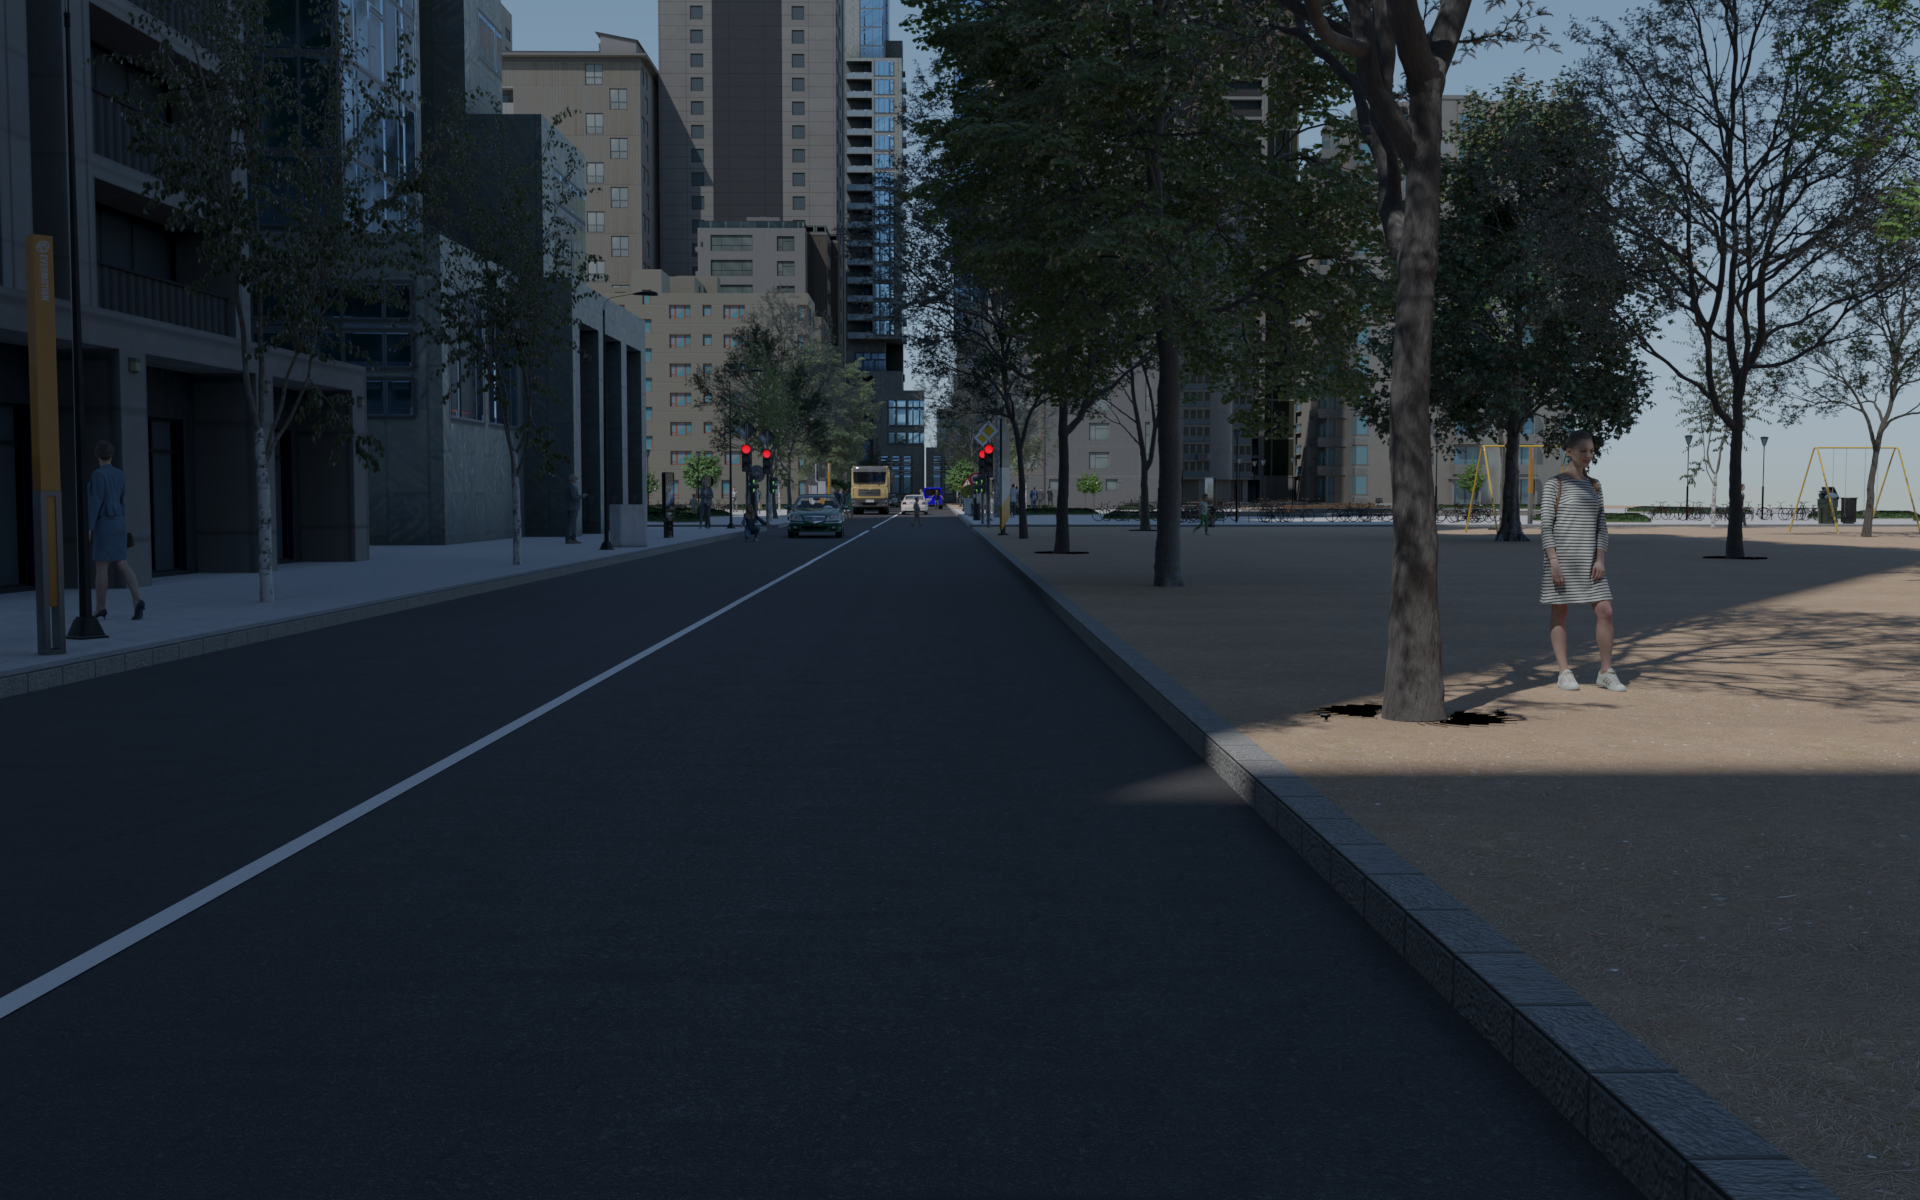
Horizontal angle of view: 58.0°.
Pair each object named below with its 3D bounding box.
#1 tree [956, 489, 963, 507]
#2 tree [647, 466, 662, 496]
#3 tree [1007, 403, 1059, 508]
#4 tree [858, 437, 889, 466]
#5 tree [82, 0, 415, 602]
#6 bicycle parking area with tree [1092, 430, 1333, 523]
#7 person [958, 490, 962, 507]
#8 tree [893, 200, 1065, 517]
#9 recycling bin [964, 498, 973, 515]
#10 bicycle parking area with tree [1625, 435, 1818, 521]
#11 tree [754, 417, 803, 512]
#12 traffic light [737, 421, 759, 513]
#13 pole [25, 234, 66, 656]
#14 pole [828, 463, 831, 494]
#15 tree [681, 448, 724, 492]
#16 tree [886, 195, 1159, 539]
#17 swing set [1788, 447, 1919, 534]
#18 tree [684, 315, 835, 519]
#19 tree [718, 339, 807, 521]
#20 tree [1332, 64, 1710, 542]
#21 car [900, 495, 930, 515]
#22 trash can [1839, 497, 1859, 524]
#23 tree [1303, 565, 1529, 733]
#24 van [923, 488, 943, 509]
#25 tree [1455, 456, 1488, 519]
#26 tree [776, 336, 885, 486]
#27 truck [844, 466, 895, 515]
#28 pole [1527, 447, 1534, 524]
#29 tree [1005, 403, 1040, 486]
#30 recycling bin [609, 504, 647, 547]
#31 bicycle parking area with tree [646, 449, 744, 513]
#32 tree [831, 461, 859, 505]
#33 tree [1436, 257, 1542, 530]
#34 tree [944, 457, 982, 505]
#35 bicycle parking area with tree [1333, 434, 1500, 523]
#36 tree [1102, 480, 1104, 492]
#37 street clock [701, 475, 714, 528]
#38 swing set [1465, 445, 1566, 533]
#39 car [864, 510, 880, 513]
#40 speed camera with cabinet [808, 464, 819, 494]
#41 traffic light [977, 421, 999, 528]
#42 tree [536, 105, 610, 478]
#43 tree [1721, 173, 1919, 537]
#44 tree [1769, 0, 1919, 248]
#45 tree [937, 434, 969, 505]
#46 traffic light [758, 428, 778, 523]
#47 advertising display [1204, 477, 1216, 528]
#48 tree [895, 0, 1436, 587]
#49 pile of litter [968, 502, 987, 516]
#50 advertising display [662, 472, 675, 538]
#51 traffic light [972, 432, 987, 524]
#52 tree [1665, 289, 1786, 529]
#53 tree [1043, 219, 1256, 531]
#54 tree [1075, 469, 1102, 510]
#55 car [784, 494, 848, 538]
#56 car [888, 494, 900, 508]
[{"bbox_3d":[0.427,-11.523,183.004,1.663,3.219,1.824,0,3,0],"label":"tree"},{"bbox_3d":[-21.626,-7.736,121.083,1.663,3.219,1.824,0,3,0],"label":"tree"},{"bbox_3d":[4.846,-10.496,121.966,4.360,8.622,3.978,0,3,0],"label":"tree"},{"bbox_3d":[-10.978,-16.417,218.784,4.360,8.622,3.978,0,3,0],"label":"tree"},{"bbox_3d":[-8.014,-4.273,20.232,4.360,8.622,3.978,0,3,0],"label":"tree"},{"bbox_3d":[11.146,-5.687,79.985,9.016,4.147,8.231,-1,4,-12],"label":"bicycle parking area with tree"},{"bbox_3d":[0.014,-10.182,172.524,0.705,1.822,1.348,-1,4,-11],"label":"person"},{"bbox_3d":[3.394,-14.556,93.887,12.611,20.169,13.585,0,3,0],"label":"tree"},{"bbox_3d":[0.682,-5.732,106.270,0.722,1.027,0.722,1,4,13],"label":"recycling bin"},{"bbox_3d":[37.766,-6.003,85.158,8.231,4.147,9.016,-1,4,-12],"label":"bicycle parking area with tree"},{"bbox_3d":[-13.096,-10.682,125.020,4.360,8.622,3.978,0,3,0],"label":"tree"},{"bbox_3d":[-8.090,-4.712,65.970,0.839,4.253,0.868,0,4,-1],"label":"traffic light"},{"bbox_3d":[-7.268,-1.218,13.763,0.158,3.312,0.155,0,3,0],"label":"pole"},{"bbox_3d":[-8.635,-7.385,114.584,0.158,3.312,0.155,0,3,0],"label":"pole"},{"bbox_3d":[-18.356,-8.523,123.062,4.285,4.588,4.351,0,3,0],"label":"tree"},{"bbox_3d":[1.881,-7.054,49.751,8.767,10.594,7.601,0,4,5],"label":"tree"},{"bbox_3d":[29.817,-3.661,57.477,3.119,2.851,2.862,0,4,-5],"label":"swing set"},{"bbox_3d":[-9.922,-9.531,90.237,7.601,10.594,8.767,2,4,29],"label":"tree"},{"bbox_3d":[-9.069,-8.025,81.567,4.737,8.622,4.395,0,3,0],"label":"tree"},{"bbox_3d":[14.994,-7.934,46.726,9.611,12.733,9.660,0,3,0],"label":"tree"},{"bbox_3d":[-3.148,-6.598,120.236,2.083,1.381,4.827,0,4,-1],"label":"car"},{"bbox_3d":[38.235,-3.845,74.515,0.748,1.137,0.748,0,3,0],"label":"trash can"},{"bbox_3d":[2.529,-6.071,9.634,12.009,13.543,11.850,0,3,0],"label":"tree"},{"bbox_3d":[-2.633,-9.795,164.532,2.240,2.365,5.245,0,4,-3],"label":"van"},{"bbox_3d":[26.170,-5.766,88.876,1.663,3.219,1.824,0,3,0],"label":"tree"},{"bbox_3d":[-10.706,-14.185,138.572,9.857,13.997,8.962,0,3,0],"label":"tree"},{"bbox_3d":[-6.266,-7.693,121.707,3.469,3.379,9.791,0,4,-2],"label":"truck"},{"bbox_3d":[24.383,-4.901,73.982,0.158,3.312,0.155,0,3,0],"label":"pole"},{"bbox_3d":[4.496,-11.684,141.390,4.737,8.622,4.395,0,3,0],"label":"tree"},{"bbox_3d":[-8.055,-1.805,42.061,0.722,1.027,0.722,-2,4,-31],"label":"recycling bin"},{"bbox_3d":[-18.916,-7.758,113.846,9.016,4.147,8.231,3,5,43],"label":"bicycle parking area with tree"},{"bbox_3d":[-10.648,-10.824,160.683,4.285,4.588,4.351,0,3,0],"label":"tree"},{"bbox_3d":[19.582,-8.314,61.691,9.928,11.665,9.643,0,3,0],"label":"tree"},{"bbox_3d":[0.544,-10.127,149.291,4.285,4.588,4.351,0,3,0],"label":"tree"},{"bbox_3d":[21.316,-5.725,80.612,9.016,4.147,8.231,3,5,44],"label":"bicycle parking area with tree"},{"bbox_3d":[11.257,-9.230,145.510,1.663,3.219,1.824,0,3,0],"label":"tree"},{"bbox_3d":[-9.617,-3.754,65.954,0.471,2.002,0.358,-1,4,-20],"label":"street clock"},{"bbox_3d":[18.022,-3.546,55.598,3.119,2.851,2.862,0,4,-4],"label":"swing set"},{"bbox_3d":[-6.713,-7.225,129.920,2.131,1.459,4.920,0,4,0],"label":"car"},{"bbox_3d":[-9.701,-7.366,114.776,0.660,3.252,2.038,0,4,-2],"label":"speed camera with cabinet"},{"bbox_3d":[1.070,-4.722,66.118,0.839,4.253,0.868,0,4,-1],"label":"traffic light"},{"bbox_3d":[-8.153,-4.934,31.036,4.360,8.622,3.978,0,3,0],"label":"tree"},{"bbox_3d":[26.933,-7.126,50.916,8.767,10.594,7.601,0,4,6],"label":"tree"},{"bbox_3d":[14.897,-5.975,23.447,9.928,11.665,9.643,0,3,0],"label":"tree"},{"bbox_3d":[-0.428,-15.585,205.171,4.360,8.622,3.978,0,3,0],"label":"tree"},{"bbox_3d":[-8.206,-5.201,73.954,0.839,4.253,0.868,0,4,-1],"label":"traffic light"},{"bbox_3d":[9.642,-3.767,66.800,0.123,1.923,0.974,-1,4,-13],"label":"advertising display"},{"bbox_3d":[2.506,-6.472,23.950,7.486,12.596,7.792,0,3,0],"label":"tree"},{"bbox_3d":[1.048,-5.246,99.745,1.176,0.858,1.719,0,4,0],"label":"pile of litter"},{"bbox_3d":[-8.535,-2.781,50.679,0.123,1.923,0.974,0,4,6],"label":"advertising display"},{"bbox_3d":[0.954,-5.210,74.102,0.839,4.253,0.868,0,4,-1],"label":"traffic light"},{"bbox_3d":[27.779,-6.911,63.362,4.360,8.622,3.978,0,3,0],"label":"tree"},{"bbox_3d":[6.508,-8.204,59.898,9.928,11.665,9.643,0,3,0],"label":"tree"},{"bbox_3d":[9.742,-8.660,136.197,1.663,3.219,1.824,0,3,0],"label":"tree"},{"bbox_3d":[-4.831,-2.851,58.419,2.131,1.459,4.920,0,4,-3],"label":"car"},{"bbox_3d":[-7.391,-10.425,182.246,2.131,1.459,4.920,0,4,-2],"label":"car"}]
